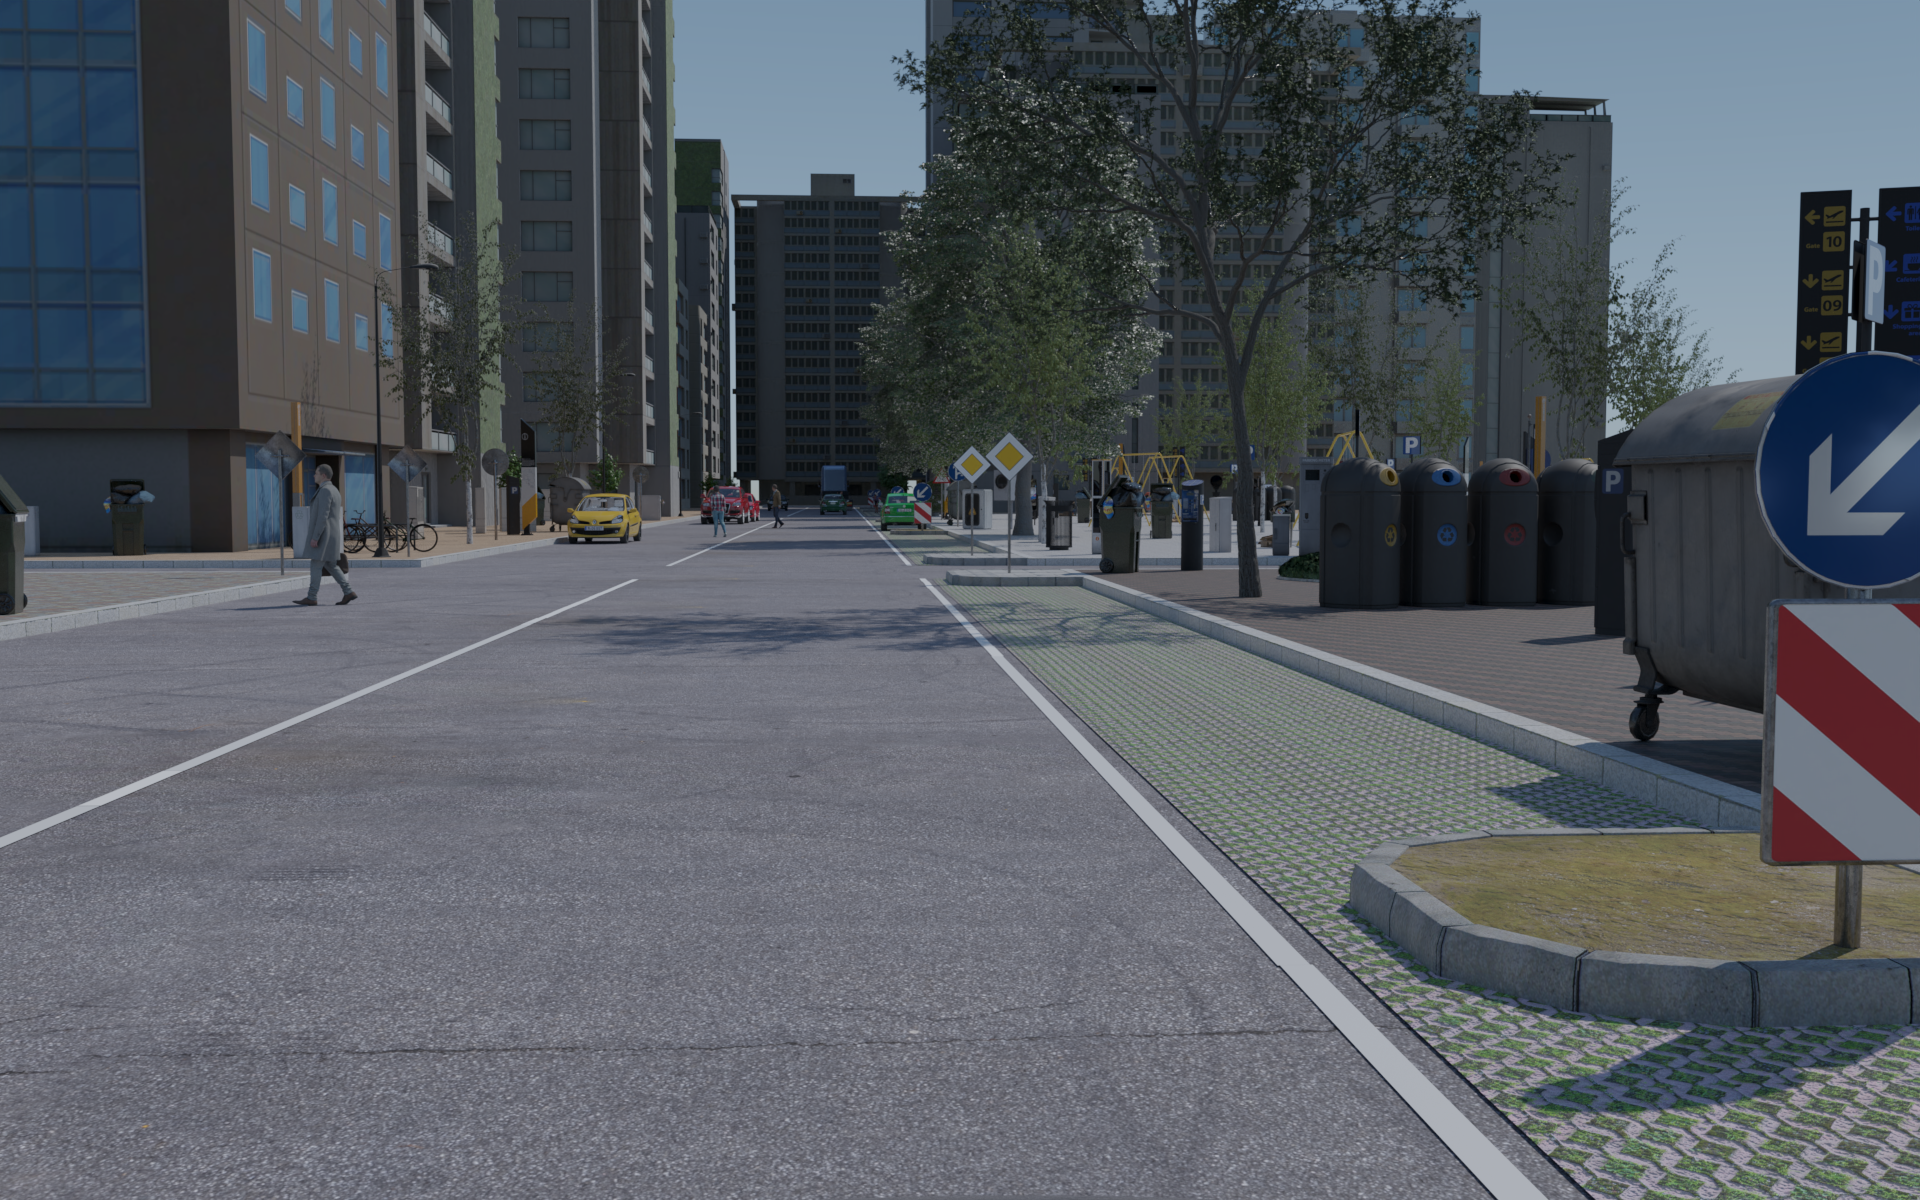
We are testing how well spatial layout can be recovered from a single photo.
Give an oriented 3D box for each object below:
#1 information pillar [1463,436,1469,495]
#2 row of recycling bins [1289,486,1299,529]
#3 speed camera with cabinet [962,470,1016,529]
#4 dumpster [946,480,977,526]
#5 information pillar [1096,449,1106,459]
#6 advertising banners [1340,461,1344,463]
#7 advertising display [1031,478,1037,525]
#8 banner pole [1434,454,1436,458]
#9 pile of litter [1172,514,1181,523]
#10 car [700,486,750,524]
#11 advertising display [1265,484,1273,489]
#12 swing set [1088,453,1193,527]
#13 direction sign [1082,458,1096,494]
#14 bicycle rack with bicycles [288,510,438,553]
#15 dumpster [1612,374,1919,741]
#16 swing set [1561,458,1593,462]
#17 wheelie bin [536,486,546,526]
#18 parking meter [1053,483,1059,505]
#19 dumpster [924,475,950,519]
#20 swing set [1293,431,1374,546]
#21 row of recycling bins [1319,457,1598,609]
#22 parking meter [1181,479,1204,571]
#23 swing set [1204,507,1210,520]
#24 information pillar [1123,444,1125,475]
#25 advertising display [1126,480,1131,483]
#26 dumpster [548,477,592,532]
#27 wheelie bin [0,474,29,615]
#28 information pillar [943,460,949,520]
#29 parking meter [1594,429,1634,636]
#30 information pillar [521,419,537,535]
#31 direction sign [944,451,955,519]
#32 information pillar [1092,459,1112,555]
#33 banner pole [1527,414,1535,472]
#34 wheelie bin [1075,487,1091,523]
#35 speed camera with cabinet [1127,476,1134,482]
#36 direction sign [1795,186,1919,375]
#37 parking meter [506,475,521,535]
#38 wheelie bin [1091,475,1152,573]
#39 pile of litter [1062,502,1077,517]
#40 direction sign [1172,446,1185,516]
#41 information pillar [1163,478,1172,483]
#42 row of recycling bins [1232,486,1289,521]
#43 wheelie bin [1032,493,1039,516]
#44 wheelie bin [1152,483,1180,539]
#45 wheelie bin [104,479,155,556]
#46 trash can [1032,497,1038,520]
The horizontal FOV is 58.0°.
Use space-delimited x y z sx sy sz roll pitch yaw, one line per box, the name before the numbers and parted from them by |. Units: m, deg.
information pillar | 20.457 -4.813 70.052 0.183 3.616 0.504 2 4 34
row of recycling bins | 13.692 -3.356 61.978 3.534 1.692 1.069 -1 4 -21
speed camera with cabinet | 1.071 -4.208 63.141 2.038 3.252 0.660 2 4 34
dumpster | 0.098 -3.982 70.860 1.264 1.857 1.865 0 4 -4
information pillar | 6.840 -5.674 84.122 0.504 3.616 0.183 -1 4 -12
advertising banners | 20.375 -5.772 90.568 0.090 3.025 2.074 -1 4 -18
advertising display | 2.731 -4.018 70.914 0.974 1.923 0.123 -3 4 -36
banner pole | 29.473 -7.242 108.423 0.863 3.779 0.401 2 4 26
pile of litter | 9.541 -3.929 78.211 1.719 0.858 1.176 0 4 1
car | -11.307 -4.582 83.596 2.281 1.827 5.304 0 4 -2
advertising display | 19.605 -6.489 111.308 0.974 1.923 0.123 0 4 -8
swing set | 6.948 -4.229 66.763 2.862 2.851 3.119 -2 4 -26
direction sign | 8.027 -7.068 107.565 0.876 3.537 0.379 1 4 18
bicycle rack with bicycles | -13.029 -1.525 38.311 2.925 0.926 2.852 0 4 -4
dumpster | 4.111 -0.155 8.288 1.264 1.857 1.865 0 4 -4
swing set | 27.408 -4.871 77.259 2.862 2.851 3.119 0 4 -3
wheelie bin | -17.276 -3.822 70.392 0.980 1.594 0.693 2 4 34
parking meter | 5.148 -5.353 93.239 0.255 1.863 0.399 -1 4 -8
dumpster | -1.262 -5.278 88.790 1.502 2.255 1.985 0 4 -4
swing set | 9.815 -2.824 43.791 2.862 2.851 3.119 0 4 5
row of recycling bins | 5.826 -0.787 19.976 3.534 1.692 1.069 -1 4 -13
parking meter | 3.901 -1.265 29.089 0.372 1.533 0.369 0 3 0
swing set | 8.528 -4.516 71.455 2.862 2.851 3.119 -1 4 -19
information pillar | 7.597 -5.460 80.631 0.183 3.616 0.504 0 4 -3
advertising display | 7.625 -4.538 79.402 0.123 1.923 0.974 -1 4 -18
dumpster | -13.339 -3.268 59.188 1.264 1.857 1.865 0 4 -4
wheelie bin | -10.381 -0.647 18.489 0.693 1.594 0.980 -1 4 -17
information pillar | -0.656 -5.814 86.420 0.183 3.616 0.504 -1 4 -20
parking meter | 5.998 -0.614 15.754 0.255 1.863 0.399 -2 4 -31
information pillar | -13.371 -3.812 53.682 0.504 3.616 0.183 1 4 12
direction sign | -0.551 -6.019 90.403 0.379 3.537 0.876 -3 5 -41
information pillar | 3.007 -1.977 36.822 0.304 2.012 0.304 3 5 40
banner pole | 18.000 -3.931 54.291 0.401 3.779 0.863 -2 4 -31
wheelie bin | 5.464 -4.198 76.549 0.693 1.594 0.980 1 4 11
speed camera with cabinet | 7.970 -5.788 88.965 2.038 3.252 0.660 -2 4 -33
direction sign | 6.715 -1.281 12.949 0.876 3.537 0.379 1 4 18
parking meter | -13.991 -2.970 54.275 0.399 1.863 0.255 -3 4 -37
wheelie bin | 2.647 -1.247 28.294 0.693 1.594 0.980 1 4 19
pile of litter | 6.233 -5.243 99.681 1.176 0.858 1.719 1 4 18
direction sign | 10.421 -5.540 82.578 0.379 3.537 0.876 -2 4 -33
information pillar | 9.540 -4.595 79.616 0.304 2.012 0.304 -3 5 -43
row of recycling bins | 14.701 -4.670 83.471 3.534 1.692 1.069 -2 4 -29
wheelie bin | 4.278 -5.669 100.598 0.693 1.594 0.980 0 4 -4
wheelie bin | 5.834 -2.566 49.869 0.980 1.594 0.693 0 4 3
wheelie bin | -17.338 -1.728 36.164 0.980 1.594 0.693 -2 4 -23
trash can | 3.645 -4.634 87.422 0.748 1.137 0.748 0 3 0
